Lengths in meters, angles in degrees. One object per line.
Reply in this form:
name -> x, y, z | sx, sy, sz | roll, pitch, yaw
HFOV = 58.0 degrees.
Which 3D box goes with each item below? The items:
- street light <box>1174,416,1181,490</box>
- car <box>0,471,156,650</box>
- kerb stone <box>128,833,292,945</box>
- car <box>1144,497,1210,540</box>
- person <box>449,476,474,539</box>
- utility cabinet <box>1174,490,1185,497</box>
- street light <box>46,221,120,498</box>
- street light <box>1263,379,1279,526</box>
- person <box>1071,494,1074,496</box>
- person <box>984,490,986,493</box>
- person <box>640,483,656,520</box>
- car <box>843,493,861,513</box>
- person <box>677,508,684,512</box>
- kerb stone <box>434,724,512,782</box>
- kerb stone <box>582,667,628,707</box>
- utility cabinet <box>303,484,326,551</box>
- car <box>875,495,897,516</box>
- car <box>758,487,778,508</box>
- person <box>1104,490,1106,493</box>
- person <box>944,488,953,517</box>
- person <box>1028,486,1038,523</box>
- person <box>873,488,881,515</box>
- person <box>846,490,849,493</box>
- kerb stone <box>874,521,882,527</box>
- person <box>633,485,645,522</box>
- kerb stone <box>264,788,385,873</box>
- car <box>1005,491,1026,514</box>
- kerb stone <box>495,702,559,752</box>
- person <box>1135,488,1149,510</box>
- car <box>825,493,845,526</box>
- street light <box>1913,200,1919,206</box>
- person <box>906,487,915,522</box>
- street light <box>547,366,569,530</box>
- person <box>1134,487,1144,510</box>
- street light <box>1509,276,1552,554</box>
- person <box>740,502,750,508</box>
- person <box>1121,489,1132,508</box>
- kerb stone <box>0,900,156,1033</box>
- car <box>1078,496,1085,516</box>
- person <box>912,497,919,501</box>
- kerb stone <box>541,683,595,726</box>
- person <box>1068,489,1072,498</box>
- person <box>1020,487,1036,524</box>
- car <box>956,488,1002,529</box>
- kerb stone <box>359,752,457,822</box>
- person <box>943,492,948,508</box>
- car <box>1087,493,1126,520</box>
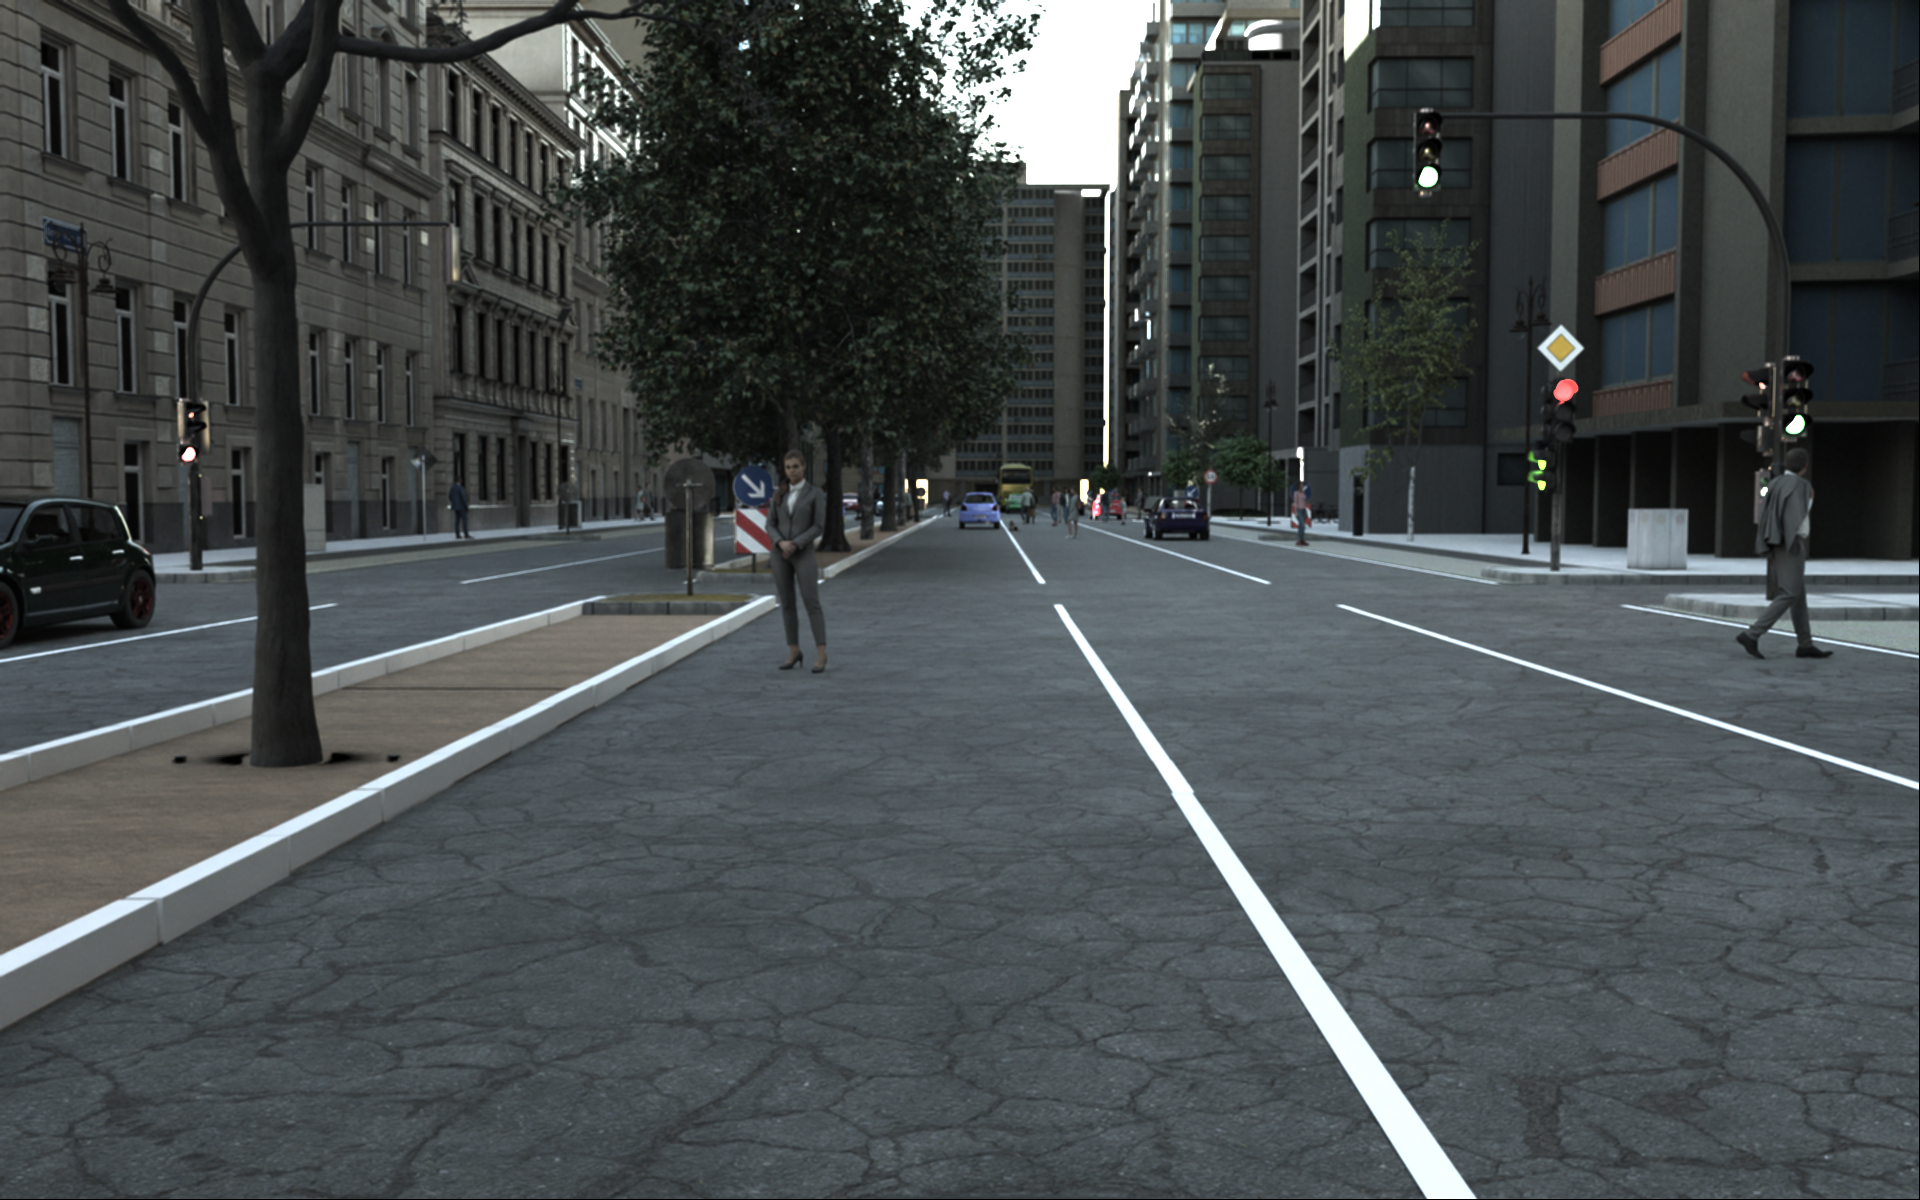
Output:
street light -> 12.944, -7.948, 102.742 | 0.468, 5.910, 1.993 | 0, 4, 1
car -> -9.612, -0.447, 17.102 | 2.009, 1.686, 4.222 | 0, 4, 2
kerb stone -> -2.586, 0.990, 6.003 | 0.120, 0.150, 1.000 | 0, 4, 1
car -> 6.876, -2.605, 55.172 | 1.945, 1.354, 3.894 | 0, 4, 0
person -> -14.356, -2.662, 49.742 | 0.721, 1.800, 0.419 | 2, 4, 24
utility cabinet -> 12.679, -5.559, 99.574 | 0.318, 1.500, 1.173 | 2, 4, 35
street light -> -14.933, -3.476, 29.627 | 0.468, 5.910, 1.993 | 0, 4, 1
street light -> 12.487, -5.932, 69.781 | 0.468, 5.910, 1.993 | 0, 4, 1
person -> 11.715, -10.444, 180.087 | 1.217, 1.723, 0.721 | 3, 5, 41
person -> 1.735, -7.047, 124.240 | 1.217, 1.766, 0.721 | 1, 4, 21
person -> -15.213, -4.792, 84.489 | 0.767, 1.812, 0.694 | 1, 4, 9
car -> -8.407, -7.527, 132.099 | 2.155, 1.783, 4.494 | 0, 4, 1
person -> -14.044, -4.669, 87.059 | 0.373, 1.253, 0.362 | -1, 4, -13
kerb stone -> -2.555, 0.804, 9.069 | 0.120, 0.150, 1.000 | 0, 4, 1
kerb stone -> -2.507, 0.615, 12.146 | 0.120, 0.150, 1.000 | 0, 4, 1
utility cabinet -> -14.654, -1.808, 38.233 | 1.173, 1.500, 0.318 | -2, 4, -30
car -> -4.562, -6.199, 113.356 | 2.014, 1.417, 4.499 | 0, 4, 1
car -> -9.400, -5.048, 91.211 | 2.281, 1.827, 5.304 | 0, 4, 1
person -> 11.371, -7.681, 134.755 | 0.551, 1.740, 0.621 | 2, 4, 32
person -> -0.700, -6.201, 109.748 | 0.599, 1.838, 0.709 | 3, 5, 40
person -> 3.500, -4.699, 85.103 | 0.659, 1.850, 0.755 | 0, 4, -8
person -> -5.683, -6.698, 118.034 | 1.348, 1.821, 0.705 | 1, 4, 12
person -> -9.611, -8.421, 146.706 | 0.721, 1.766, 1.217 | 3, 5, 43
kerb stone -> -3.740, -3.493, 79.354 | 0.120, 0.150, 1.000 | 0, 4, 1
person -> -14.912, -4.500, 80.616 | 0.522, 1.701, 0.512 | 1, 4, 15
kerb stone -> -2.578, 0.931, 7.025 | 0.120, 0.150, 1.000 | 0, 4, 1
car -> 4.272, -7.267, 127.611 | 1.959, 1.807, 4.718 | 0, 4, 0
kerb stone -> -2.536, 0.742, 10.092 | 0.120, 0.150, 1.000 | 0, 4, 1
person -> 14.506, -8.031, 138.070 | 1.217, 1.735, 0.721 | 2, 4, 24
car -> -5.947, -3.996, 74.927 | 1.945, 1.707, 3.694 | 0, 4, 2
street light -> 11.811, -2.912, 20.404 | 0.468, 5.910, 1.993 | 0, 4, 1
person -> -2.628, -4.784, 87.207 | 0.515, 1.767, 0.782 | -3, 4, -36
street light -> -14.464, -5.488, 62.510 | 0.468, 5.910, 1.993 | 0, 4, 1
person -> 14.606, -8.257, 141.026 | 0.705, 1.826, 1.348 | -2, 4, -29
street light -> 12.108, -3.921, 36.897 | 0.468, 5.910, 1.993 | 0, 4, 1
person -> -10.667, -4.766, 86.206 | 0.659, 1.850, 0.755 | -1, 4, -20
person -> 14.782, -9.020, 154.239 | 1.217, 1.735, 0.721 | 3, 4, 39
kerb stone -> -2.606, 1.053, 4.981 | 0.120, 0.150, 1.000 | 0, 4, 1
car -> 7.487, -6.379, 116.881 | 1.945, 1.354, 3.894 | 0, 4, 2
person -> -3.507, -7.828, 139.750 | 1.065, 1.426, 0.557 | 0, 4, 6
kerb stone -> -2.529, 0.678, 11.117 | 0.120, 0.150, 1.000 | 0, 4, 1
person -> 7.184, -6.321, 112.530 | 0.721, 1.739, 1.217 | 2, 4, 26
person -> 3.267, -4.507, 82.668 | 0.782, 1.767, 0.515 | -1, 4, -23
car -> 0.814, -3.854, 72.598 | 1.945, 1.707, 3.694 | 0, 4, 0
kerb stone -> -2.562, 0.865, 8.047 | 0.120, 0.150, 1.000 | 0, 4, 1
person -> -1.361, -10.115, 174.684 | 0.742, 1.727, 0.445 | 1, 4, 17
car -> 8.212, -5.349, 96.502 | 2.155, 1.783, 4.494 | 0, 4, 0
